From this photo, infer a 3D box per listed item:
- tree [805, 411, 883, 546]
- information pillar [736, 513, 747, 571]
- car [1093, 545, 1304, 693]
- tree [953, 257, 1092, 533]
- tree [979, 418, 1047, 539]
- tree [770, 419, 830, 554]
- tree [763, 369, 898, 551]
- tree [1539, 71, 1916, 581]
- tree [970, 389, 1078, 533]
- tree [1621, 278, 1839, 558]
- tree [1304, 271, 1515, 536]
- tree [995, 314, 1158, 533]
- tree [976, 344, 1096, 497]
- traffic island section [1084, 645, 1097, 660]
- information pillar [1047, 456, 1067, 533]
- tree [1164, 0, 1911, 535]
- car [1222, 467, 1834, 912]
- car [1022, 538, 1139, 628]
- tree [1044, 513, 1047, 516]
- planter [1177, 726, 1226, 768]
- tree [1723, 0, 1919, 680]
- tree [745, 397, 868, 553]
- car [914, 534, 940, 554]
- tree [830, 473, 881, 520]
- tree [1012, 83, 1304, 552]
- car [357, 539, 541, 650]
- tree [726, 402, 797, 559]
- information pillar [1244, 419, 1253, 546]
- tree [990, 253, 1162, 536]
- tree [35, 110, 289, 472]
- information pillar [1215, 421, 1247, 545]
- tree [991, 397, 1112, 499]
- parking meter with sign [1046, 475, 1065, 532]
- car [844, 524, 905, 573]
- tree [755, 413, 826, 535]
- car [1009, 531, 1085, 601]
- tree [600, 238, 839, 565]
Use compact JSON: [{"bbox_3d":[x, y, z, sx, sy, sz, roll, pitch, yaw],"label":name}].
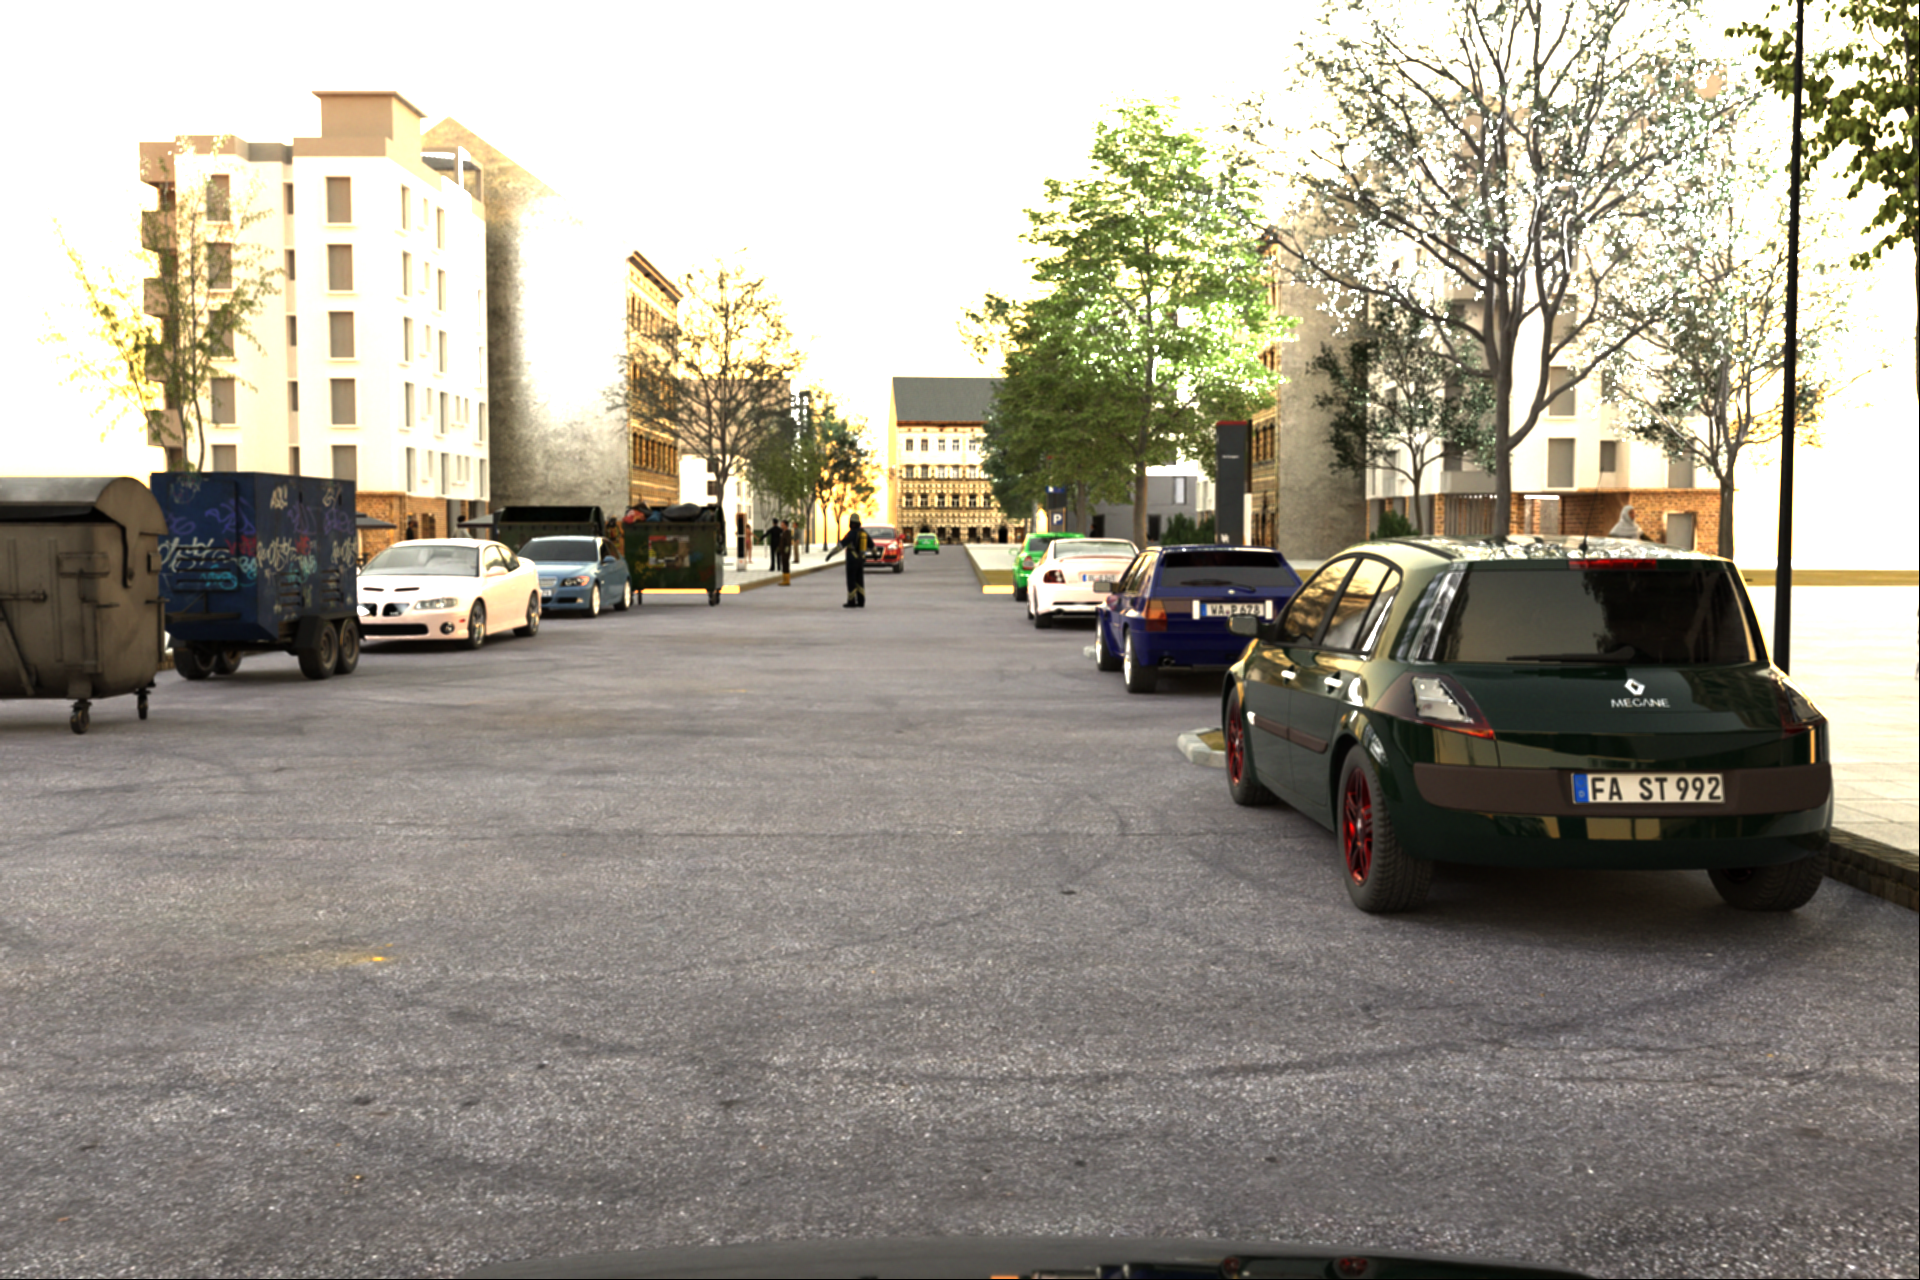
[{"bbox_3d":[-10.180,-13.369,144.334,9.928,11.665,9.643,0,3,0],"label":"tree"},{"bbox_3d":[-7.549,-3.386,59.852,0.304,2.012,0.304,0,4,1],"label":"information pillar"},{"bbox_3d":[2.327,-0.268,16.960,1.945,1.354,3.894,0,4,-1],"label":"car"},{"bbox_3d":[6.404,-16.012,117.691,12.611,20.169,13.585,0,3,0],"label":"tree"},{"bbox_3d":[5.495,-13.709,142.263,7.486,12.596,7.792,0,3,0],"label":"tree"},{"bbox_3d":[-10.248,-9.778,110.239,4.737,8.622,4.395,0,3,0],"label":"tree"},{"bbox_3d":[-10.026,-13.339,128.468,12.009,13.543,11.850,0,3,0],"label":"tree"},{"bbox_3d":[20.972,-8.361,47.079,12.009,13.543,11.850,0,3,0],"label":"tree"},{"bbox_3d":[5.505,-13.716,130.918,9.857,13.997,8.962,0,3,0],"label":"tree"},{"bbox_3d":[26.333,-7.619,58.990,7.601,10.594,8.767,-1,4,-18],"label":"tree"},{"bbox_3d":[16.148,-7.774,61.523,7.601,10.594,8.767,2,4,31],"label":"tree"},{"bbox_3d":[5.537,-9.550,81.891,9.928,11.665,9.643,0,3,0],"label":"tree"},{"bbox_3d":[5.722,-11.920,105.267,12.009,13.543,11.850,0,3,0],"label":"tree"},{"bbox_3d":[2.472,0.155,20.326,1.991,0.108,1.994,0,4,-1],"label":"traffic island section"},{"bbox_3d":[3.230,-4.182,57.755,0.750,3.857,0.750,0,4,-1],"label":"information pillar"},{"bbox_3d":[8.383,-7.079,26.104,12.009,13.543,11.850,0,3,0],"label":"tree"},{"bbox_3d":[2.320,0.112,7.962,2.009,1.686,4.222,0,4,-1],"label":"car"},{"bbox_3d":[2.056,-0.937,27.682,2.083,1.381,4.827,0,4,0],"label":"car"},{"bbox_3d":[13.362,-17.626,238.548,4.737,8.622,4.395,0,3,0],"label":"tree"},{"bbox_3d":[2.450,0.605,11.254,1.991,0.319,1.994,0,4,1],"label":"planter"},{"bbox_3d":[8.659,-3.944,14.839,4.737,8.622,4.395,0,3,0],"label":"tree"},{"bbox_3d":[-10.393,-11.160,116.885,8.767,10.594,7.601,0,4,-2],"label":"tree"},{"bbox_3d":[-2.392,-7.060,124.233,1.959,1.807,4.718,0,4,0],"label":"car"},{"bbox_3d":[-14.362,-18.602,238.554,7.601,10.594,8.767,0,4,-2],"label":"tree"},{"bbox_3d":[5.030,-7.720,44.355,7.486,12.596,7.792,0,3,0],"label":"tree"},{"bbox_3d":[-6.884,-0.647,22.935,2.083,1.381,4.827,0,3,0],"label":"car"},{"bbox_3d":[-10.174,-8.597,90.922,4.360,8.622,3.978,0,3,0],"label":"tree"},{"bbox_3d":[5.904,-2.701,35.520,0.183,3.616,0.504,0,4,0],"label":"information pillar"},{"bbox_3d":[4.695,-9.314,70.405,7.486,12.596,7.792,0,3,0],"label":"tree"},{"bbox_3d":[-13.246,-4.882,30.184,4.360,8.622,3.978,0,3,0],"label":"tree"},{"bbox_3d":[6.243,-3.093,39.955,0.750,3.857,0.750,0,4,0],"label":"information pillar"},{"bbox_3d":[5.525,-9.766,94.089,8.767,10.594,7.601,2,4,34],"label":"tree"},{"bbox_3d":[2.760,-3.273,49.775,0.543,3.016,1.738,0,4,1],"label":"parking meter with sign"},{"bbox_3d":[-3.163,-3.427,64.712,2.281,1.827,5.304,0,4,0],"label":"car"},{"bbox_3d":[-10.241,-9.240,101.430,4.737,8.622,4.395,0,3,0],"label":"tree"},{"bbox_3d":[2.076,-1.802,38.256,1.959,1.807,4.718,0,4,0],"label":"car"},{"bbox_3d":[-9.947,-9.879,71.894,12.009,13.543,11.850,0,3,0],"label":"tree"}]
